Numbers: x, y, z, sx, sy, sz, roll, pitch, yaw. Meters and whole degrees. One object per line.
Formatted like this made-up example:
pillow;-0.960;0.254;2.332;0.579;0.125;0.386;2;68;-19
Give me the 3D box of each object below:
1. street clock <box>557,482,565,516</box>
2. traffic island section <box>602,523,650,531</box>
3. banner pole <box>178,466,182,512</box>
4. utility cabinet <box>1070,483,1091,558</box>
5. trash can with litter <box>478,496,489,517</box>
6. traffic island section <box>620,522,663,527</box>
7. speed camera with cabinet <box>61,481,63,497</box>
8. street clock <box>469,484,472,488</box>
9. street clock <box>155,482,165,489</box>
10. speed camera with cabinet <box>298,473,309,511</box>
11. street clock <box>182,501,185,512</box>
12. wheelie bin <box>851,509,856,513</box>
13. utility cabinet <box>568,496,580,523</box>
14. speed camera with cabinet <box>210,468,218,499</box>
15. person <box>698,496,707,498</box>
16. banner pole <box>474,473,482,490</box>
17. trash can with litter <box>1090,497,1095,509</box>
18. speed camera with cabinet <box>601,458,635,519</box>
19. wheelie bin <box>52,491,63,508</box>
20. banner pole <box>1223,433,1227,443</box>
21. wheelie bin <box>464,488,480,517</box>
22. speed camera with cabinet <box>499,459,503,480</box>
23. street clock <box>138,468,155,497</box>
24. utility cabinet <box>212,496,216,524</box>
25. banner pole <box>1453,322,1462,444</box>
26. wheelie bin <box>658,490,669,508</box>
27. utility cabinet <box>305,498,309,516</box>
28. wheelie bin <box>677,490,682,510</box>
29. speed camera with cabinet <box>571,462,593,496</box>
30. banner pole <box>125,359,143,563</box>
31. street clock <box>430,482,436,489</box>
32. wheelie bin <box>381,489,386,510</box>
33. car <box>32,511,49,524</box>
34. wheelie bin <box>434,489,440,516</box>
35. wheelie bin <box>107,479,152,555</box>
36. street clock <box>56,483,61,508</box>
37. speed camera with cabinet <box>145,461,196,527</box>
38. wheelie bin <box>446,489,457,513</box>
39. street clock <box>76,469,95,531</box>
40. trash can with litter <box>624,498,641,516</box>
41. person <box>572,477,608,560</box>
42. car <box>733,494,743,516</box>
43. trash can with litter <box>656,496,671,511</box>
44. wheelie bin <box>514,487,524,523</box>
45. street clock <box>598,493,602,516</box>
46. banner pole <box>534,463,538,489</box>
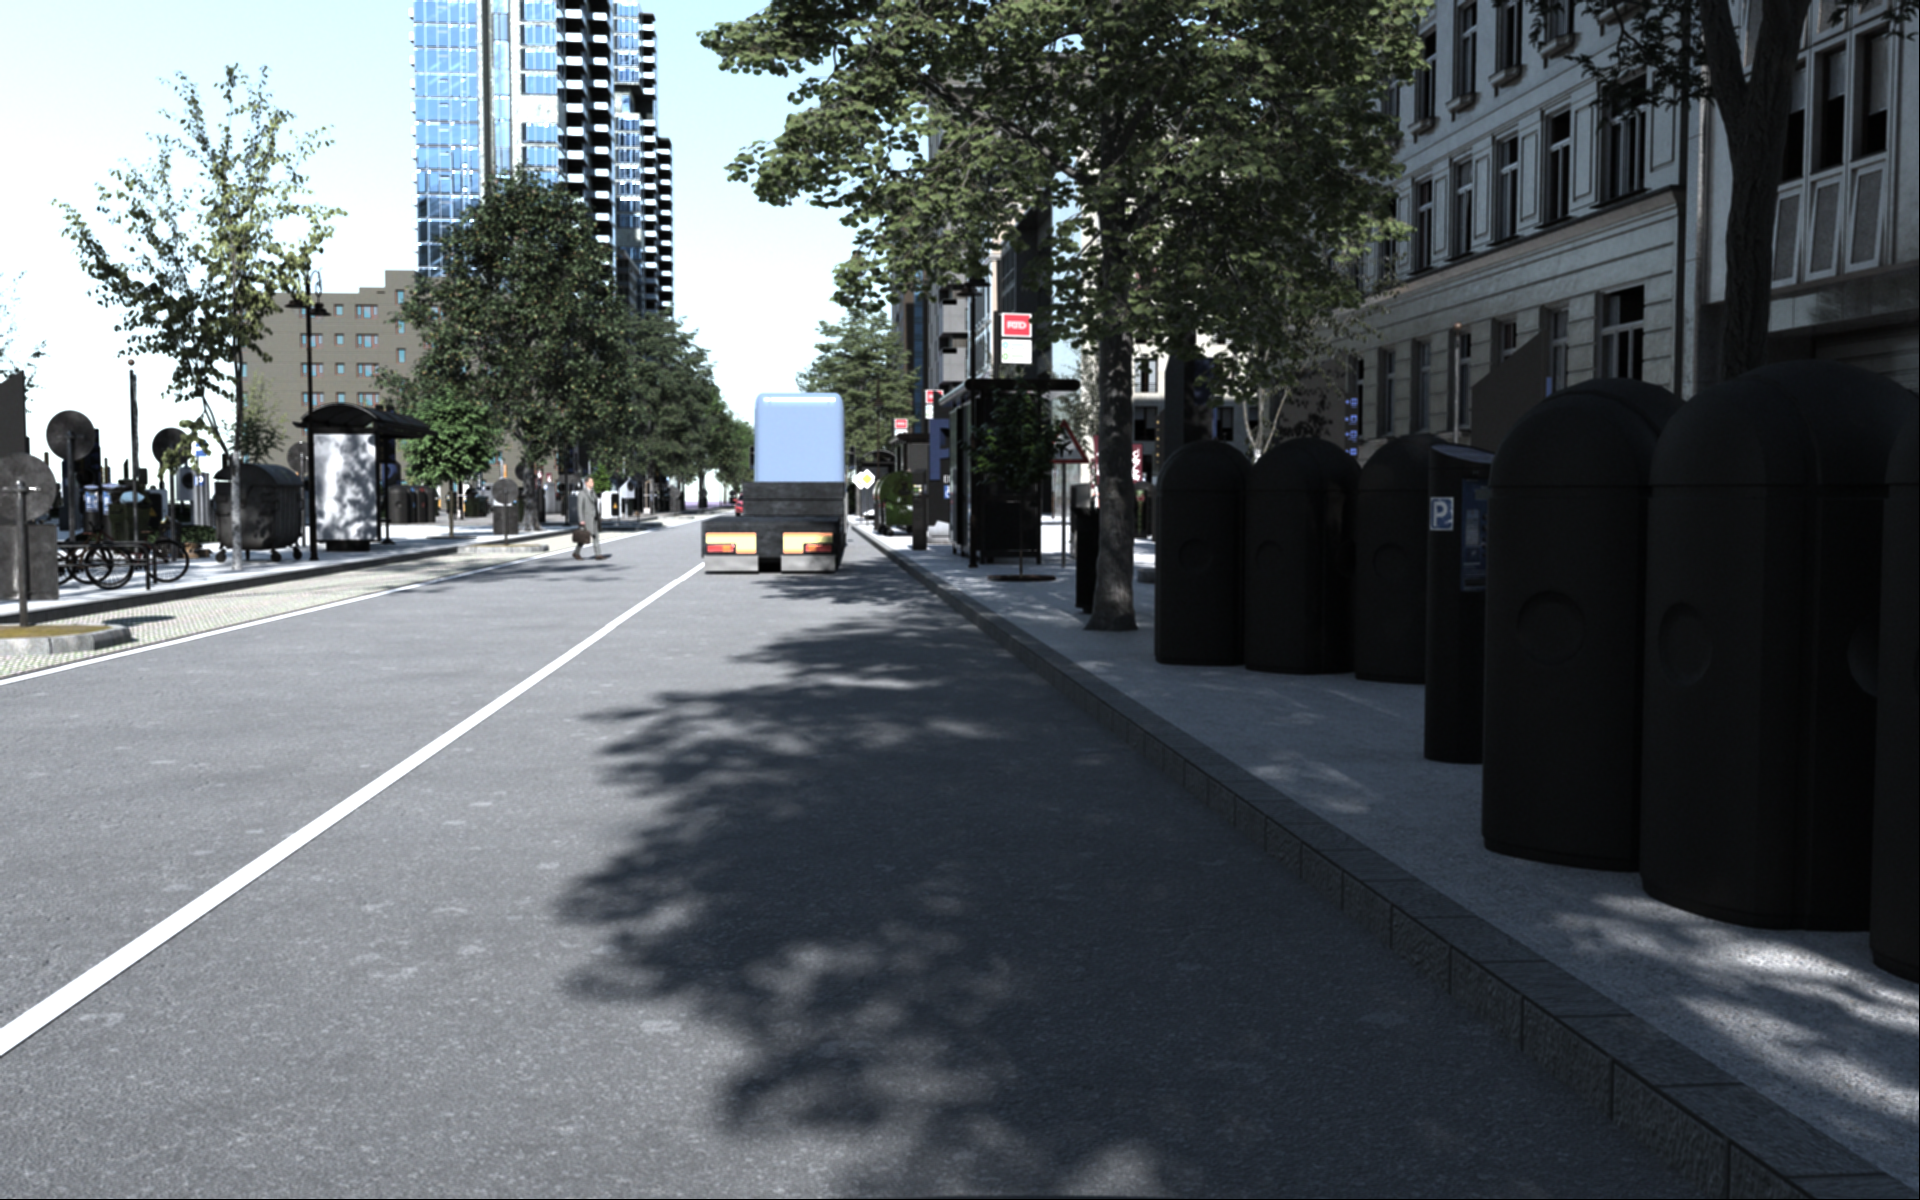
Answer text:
street clock;-23.672;-6.041;103.341;0.358;2.002;0.471;2;4;34
traffic island section;-13.558;-2.842;68.752;2.009;0.180;2.903;0;4;-5
banner pole;-40.505;-6.109;89.900;0.401;3.779;0.863;-2;4;-35
utility cabinet;2.394;-1.590;34.676;0.318;1.500;1.173;0;4;-1
trash can with litter;-26.884;-5.266;97.489;0.624;1.170;1.055;0;4;-7
traffic island section;-14.262;-3.329;76.707;2.009;0.180;2.903;0;4;-5
speed camera with cabinet;-60.054;-7.534;117.523;0.660;3.252;2.038;1;4;12
street clock;-35.173;-7.305;124.010;0.358;2.002;0.471;1;4;22
street clock;-46.335;-5.875;100.623;0.358;2.002;0.471;-1;4;-10
speed camera with cabinet;-34.356;-5.833;89.699;2.038;3.252;0.660;0;4;1
street clock;-43.282;-5.616;96.392;0.358;2.002;0.471;-1;4;-16
wheelie bin;-7.243;-6.577;115.439;0.980;1.594;0.693;-1;4;-18
utility cabinet;-16.718;-3.984;76.301;1.020;1.237;0.306;0;4;-6
speed camera with cabinet;-55.596;-8.197;128.353;0.660;3.252;2.038;3;5;41
person;-34.062;-13.451;229.152;1.217;1.736;0.721;-1;4;-9
banner pole;-35.644;-8.431;127.860;0.863;3.779;0.401;-3;4;-37
trash can with litter;6.188;-4.097;78.366;1.055;1.170;0.624;2;4;29
speed camera with cabinet;-18.081;-5.951;91.634;0.660;3.252;2.038;2;4;30
wheelie bin;-62.635;-6.869;120.216;0.693;1.594;0.980;-1;4;-13
banner pole;10.761;-4.921;70.473;0.401;3.779;0.863;1;4;10
wheelie bin;-26.815;-5.339;95.203;0.693;1.594;0.980;2;4;29
speed camera with cabinet;-25.690;-6.329;97.808;0.660;3.252;2.038;-1;4;-13
street clock;-22.667;-2.661;48.085;0.358;2.002;0.471;-1;4;-22
utility cabinet;-31.952;-3.926;75.347;1.020;1.237;0.306;-2;4;-29
banner pole;7.174;-2.146;25.105;0.401;3.779;0.863;1;4;18
wheelie bin;-24.778;-8.373;144.808;0.980;1.594;0.693;-1;4;-11
utility cabinet;-37.116;-5.445;97.706;0.318;1.500;1.173;0;4;8
wheelie bin;-21.903;-7.789;135.264;0.693;1.594;0.980;0;4;3
speed camera with cabinet;-20.473;-6.087;93.852;0.660;3.252;2.038;-2;4;-31
banner pole;-15.212;-2.566;31.967;0.401;3.779;0.863;-2;4;-33
street clock;-32.633;-6.270;107.084;0.471;2.002;0.358;0;4;-2
wheelie bin;-33.912;-5.713;101.323;0.980;1.594;0.693;-3;4;-37
car;-39.874;-3.760;70.143;5.304;1.827;2.281;0;4;-6
wheelie bin;-30.557;-5.634;100.031;0.693;1.594;0.980;3;5;40
wheelie bin;-17.699;-1.774;36.918;0.980;1.594;0.693;2;4;30
street clock;-58.262;-6.566;111.921;0.358;2.002;0.471;-1;4;-16
speed camera with cabinet;-26.673;-3.908;58.234;2.038;3.252;0.660;-3;5;-39
wheelie bin;-33.804;-6.569;115.304;0.693;1.594;0.980;0;4;1
street clock;-25.153;-2.770;49.856;0.471;2.002;0.358;-1;4;-21
trash can with litter;-19.185;-5.514;101.549;1.055;1.170;0.624;0;4;-7
person;-8.045;-1.775;37.620;0.767;1.812;0.694;2;4;24
car;-13.842;-6.418;113.973;2.155;1.783;4.494;0;4;-5
trash can with litter;-21.971;-7.177;128.737;1.055;1.170;0.624;2;4;28
wheelie bin;-19.657;-4.298;78.179;0.980;1.594;0.693;-2;4;-27
street clock;-21.100;-5.948;101.824;0.471;2.002;0.358;0;4;-1
banner pole;-19.738;-5.518;80.236;0.863;3.779;0.401;2;4;33
